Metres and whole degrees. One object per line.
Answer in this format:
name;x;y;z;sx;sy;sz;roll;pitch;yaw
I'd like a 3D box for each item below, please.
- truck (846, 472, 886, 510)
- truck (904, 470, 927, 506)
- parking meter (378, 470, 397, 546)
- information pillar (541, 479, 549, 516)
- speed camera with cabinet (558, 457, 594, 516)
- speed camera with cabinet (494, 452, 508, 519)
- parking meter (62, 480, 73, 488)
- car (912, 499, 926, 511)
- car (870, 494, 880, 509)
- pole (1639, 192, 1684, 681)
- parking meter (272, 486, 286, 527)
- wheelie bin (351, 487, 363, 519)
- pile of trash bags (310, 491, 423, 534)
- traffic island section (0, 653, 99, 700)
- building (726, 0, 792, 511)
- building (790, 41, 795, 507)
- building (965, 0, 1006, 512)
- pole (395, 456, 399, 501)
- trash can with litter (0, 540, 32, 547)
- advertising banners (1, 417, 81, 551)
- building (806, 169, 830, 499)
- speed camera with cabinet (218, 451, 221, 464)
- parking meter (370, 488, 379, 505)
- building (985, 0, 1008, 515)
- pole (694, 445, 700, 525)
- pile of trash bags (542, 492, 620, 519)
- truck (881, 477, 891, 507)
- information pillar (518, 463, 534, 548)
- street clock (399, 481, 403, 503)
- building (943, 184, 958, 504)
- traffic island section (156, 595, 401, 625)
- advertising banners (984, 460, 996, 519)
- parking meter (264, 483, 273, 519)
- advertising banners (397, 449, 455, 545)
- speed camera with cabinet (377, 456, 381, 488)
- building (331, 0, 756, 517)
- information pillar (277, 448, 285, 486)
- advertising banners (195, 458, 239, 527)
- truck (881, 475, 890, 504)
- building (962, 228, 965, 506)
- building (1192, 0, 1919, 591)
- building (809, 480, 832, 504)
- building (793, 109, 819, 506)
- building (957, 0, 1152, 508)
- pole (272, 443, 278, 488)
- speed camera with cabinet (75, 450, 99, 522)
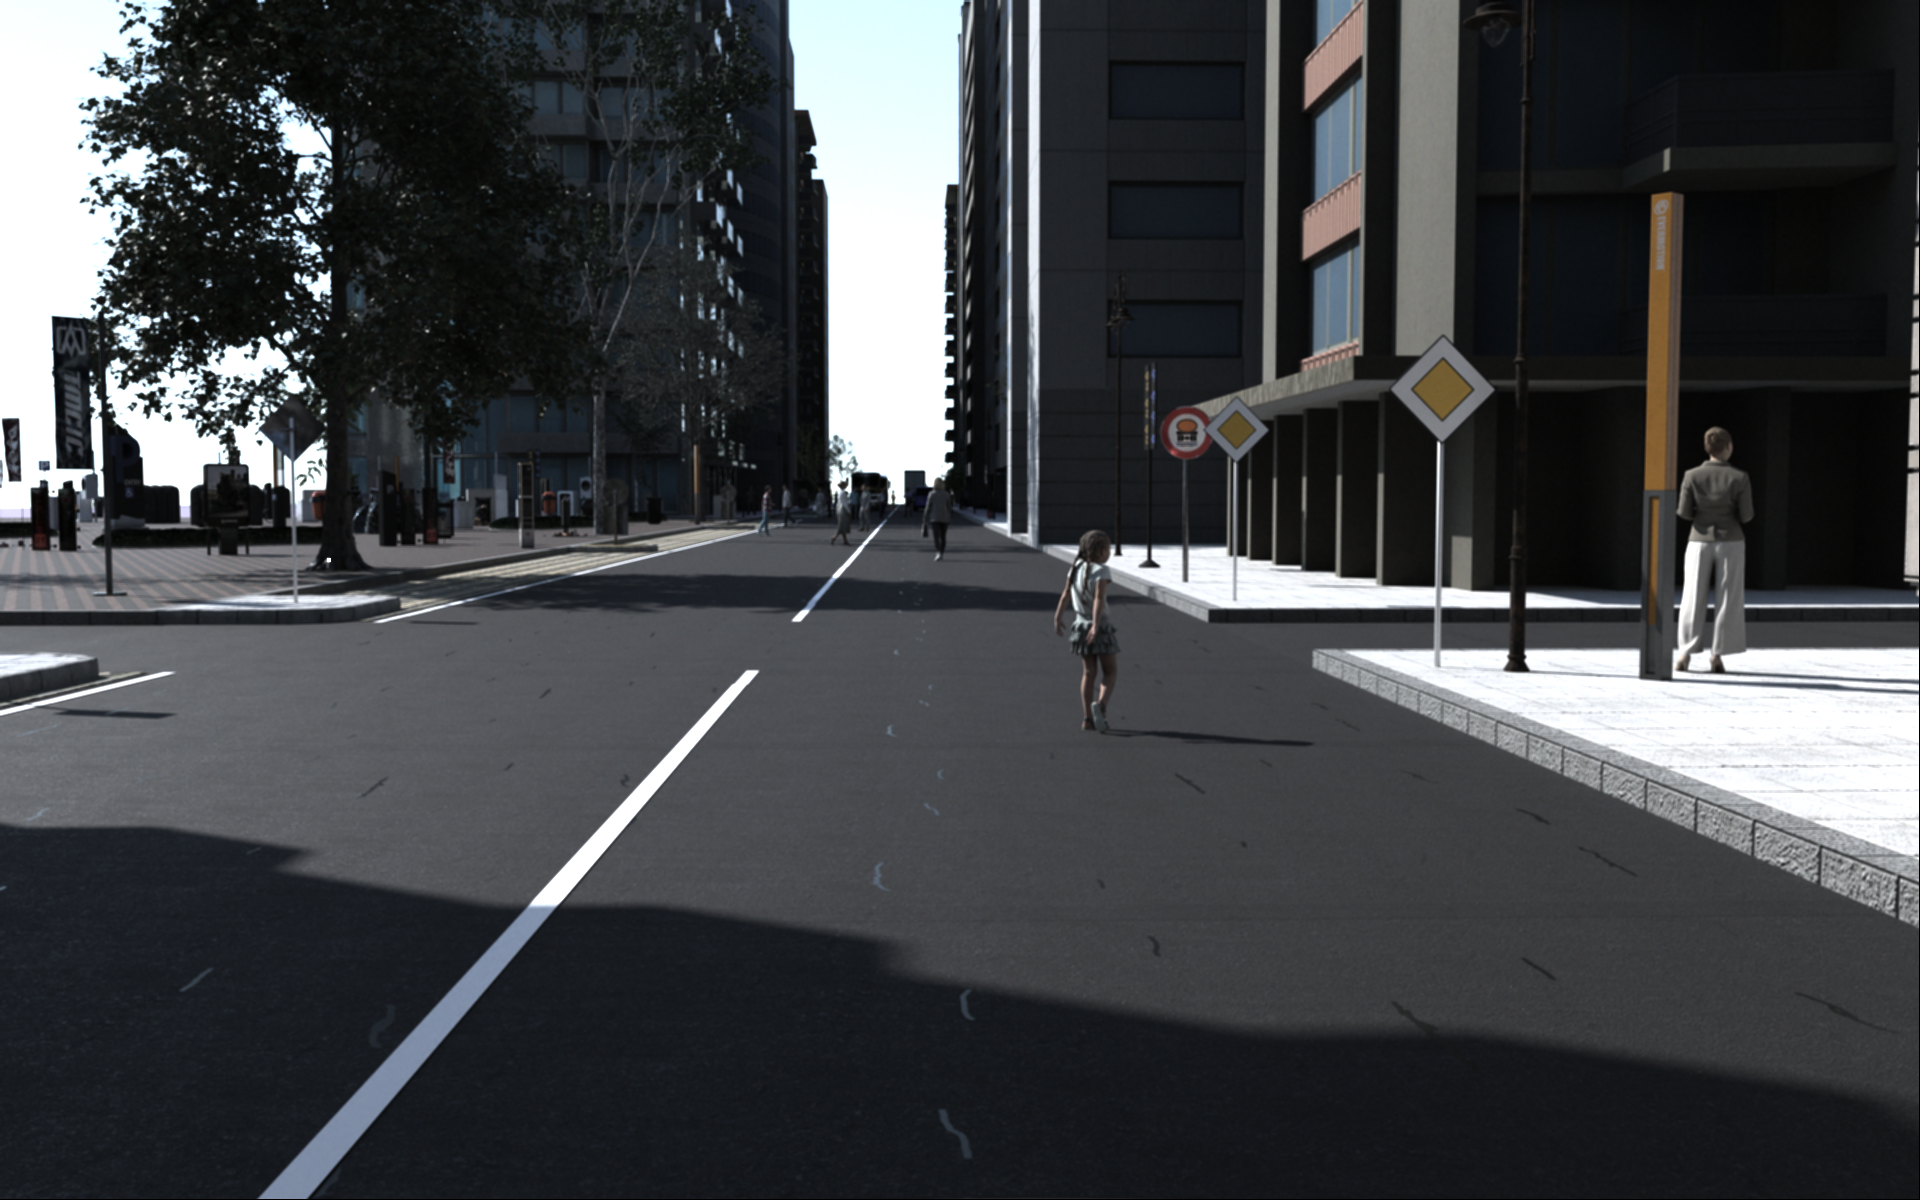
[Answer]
truck;-8.417;-9.731;155.026;3.469;3.379;9.791;0;4;-3
truck;-5.371;-13.407;208.116;2.839;4.237;11.283;0;4;-1
parking meter;-14.088;-2.260;42.659;0.255;1.863;0.399;3;4;37
information pillar;-20.157;-4.874;84.185;0.304;2.012;0.304;1;4;19
speed camera with cabinet;-20.352;-5.973;91.987;2.038;3.252;0.660;1;4;18
speed camera with cabinet;-21.353;-5.276;80.605;0.660;3.252;2.038;-1;4;-15
parking meter;-36.614;-4.001;71.124;0.255;1.863;0.399;1;4;9
car;-3.313;-8.684;152.200;2.015;1.641;3.980;0;4;-1
car;-7.248;-8.287;145.711;2.015;1.641;3.980;0;4;-1
pole;4.811;-1.103;11.874;0.158;3.312;0.155;0;3;0
parking meter;-20.348;-2.651;51.757;0.372;1.533;0.369;0;3;0
wheelie bin;-26.378;-4.122;75.303;0.693;1.594;0.980;2;4;32
pile of trash bags;-19.214;-2.832;56.063;3.447;1.369;1.912;-2;4;-32
traffic island section;-7.656;0.598;12.508;2.009;0.180;2.903;0;4;-2
building;-25.086;-36.512;138.966;21.231;58.520;28.212;0;4;-2
building;-22.610;-31.224;160.618;14.600;45.320;14.200;0;4;-2
building;11.482;-32.748;159.125;21.300;48.544;21.600;0;4;-2
pole;-30.460;-6.109;93.722;0.158;3.312;0.155;0;3;0
trash can with litter;-23.510;-1.895;42.038;1.678;1.210;2.233;3;5;44
advertising banners;-20.917;-2.642;39.381;2.074;3.025;0.090;1;4;16
building;-25.338;-36.048;239.501;14.600;45.320;14.200;0;4;-2
speed camera with cabinet;-34.306;-5.226;79.788;0.660;3.252;2.038;1;4;9
parking meter;-23.437;-3.729;69.387;0.372;1.533;0.369;0;3;0
building;9.043;-29.145;126.628;14.600;45.320;14.200;0;4;-2
pole;-10.993;-4.804;72.389;0.158;3.312;0.155;0;3;0
pile of trash bags;-15.726;-3.833;72.425;3.447;1.369;1.912;0;4;-6
truck;-9.427;-12.044;192.838;3.469;3.379;9.791;0;4;-2
information pillar;-10.279;-2.236;41.046;0.304;2.012;0.304;-2;4;-24
street clock;-30.520;-5.493;94.384;0.358;2.002;0.471;0;4;-3
building;8.853;-35.816;240.211;22.147;44.769;28.867;0;4;-2
traffic island section;-7.891;0.110;20.490;2.009;0.180;2.903;0;4;-2
advertising banners;1.539;-5.691;89.235;0.090;3.025;2.074;-1;4;-14
parking meter;-35.197;-5.040;88.115;0.399;1.863;0.255;3;5;41
advertising banners;-13.568;-2.938;44.230;0.090;3.025;2.074;2;4;29
speed camera with cabinet;-29.643;-5.787;88.946;0.660;3.252;2.038;-1;4;-15
building;-25.773;-29.990;109.944;23.786;49.044;30.456;0;4;-2
information pillar;-23.176;-4.147;59.150;0.183;3.616;0.504;-3;5;-40
advertising banners;-28.748;-4.343;67.195;0.090;3.025;2.074;2;4;29
truck;-11.549;-15.665;245.873;2.967;4.110;18.799;0;4;-3
building;7.142;-25.559;189.592;14.160;30.474;14.107;0;4;-2
building;19.012;-23.048;31.462;28.867;44.769;22.147;0;4;-2
building;-32.769;-32.301;220.003;32.217;40.220;23.993;0;4;-2
building;-27.258;-32.957;193.471;22.147;44.769;28.867;0;4;-2
building;10.286;-40.893;210.594;21.231;58.520;28.212;0;4;-2
pole;-23.602;-4.030;59.733;0.158;3.312;0.155;0;3;0
speed camera with cabinet;-39.749;-5.160;78.705;0.660;3.252;2.038;-3;5;-42
